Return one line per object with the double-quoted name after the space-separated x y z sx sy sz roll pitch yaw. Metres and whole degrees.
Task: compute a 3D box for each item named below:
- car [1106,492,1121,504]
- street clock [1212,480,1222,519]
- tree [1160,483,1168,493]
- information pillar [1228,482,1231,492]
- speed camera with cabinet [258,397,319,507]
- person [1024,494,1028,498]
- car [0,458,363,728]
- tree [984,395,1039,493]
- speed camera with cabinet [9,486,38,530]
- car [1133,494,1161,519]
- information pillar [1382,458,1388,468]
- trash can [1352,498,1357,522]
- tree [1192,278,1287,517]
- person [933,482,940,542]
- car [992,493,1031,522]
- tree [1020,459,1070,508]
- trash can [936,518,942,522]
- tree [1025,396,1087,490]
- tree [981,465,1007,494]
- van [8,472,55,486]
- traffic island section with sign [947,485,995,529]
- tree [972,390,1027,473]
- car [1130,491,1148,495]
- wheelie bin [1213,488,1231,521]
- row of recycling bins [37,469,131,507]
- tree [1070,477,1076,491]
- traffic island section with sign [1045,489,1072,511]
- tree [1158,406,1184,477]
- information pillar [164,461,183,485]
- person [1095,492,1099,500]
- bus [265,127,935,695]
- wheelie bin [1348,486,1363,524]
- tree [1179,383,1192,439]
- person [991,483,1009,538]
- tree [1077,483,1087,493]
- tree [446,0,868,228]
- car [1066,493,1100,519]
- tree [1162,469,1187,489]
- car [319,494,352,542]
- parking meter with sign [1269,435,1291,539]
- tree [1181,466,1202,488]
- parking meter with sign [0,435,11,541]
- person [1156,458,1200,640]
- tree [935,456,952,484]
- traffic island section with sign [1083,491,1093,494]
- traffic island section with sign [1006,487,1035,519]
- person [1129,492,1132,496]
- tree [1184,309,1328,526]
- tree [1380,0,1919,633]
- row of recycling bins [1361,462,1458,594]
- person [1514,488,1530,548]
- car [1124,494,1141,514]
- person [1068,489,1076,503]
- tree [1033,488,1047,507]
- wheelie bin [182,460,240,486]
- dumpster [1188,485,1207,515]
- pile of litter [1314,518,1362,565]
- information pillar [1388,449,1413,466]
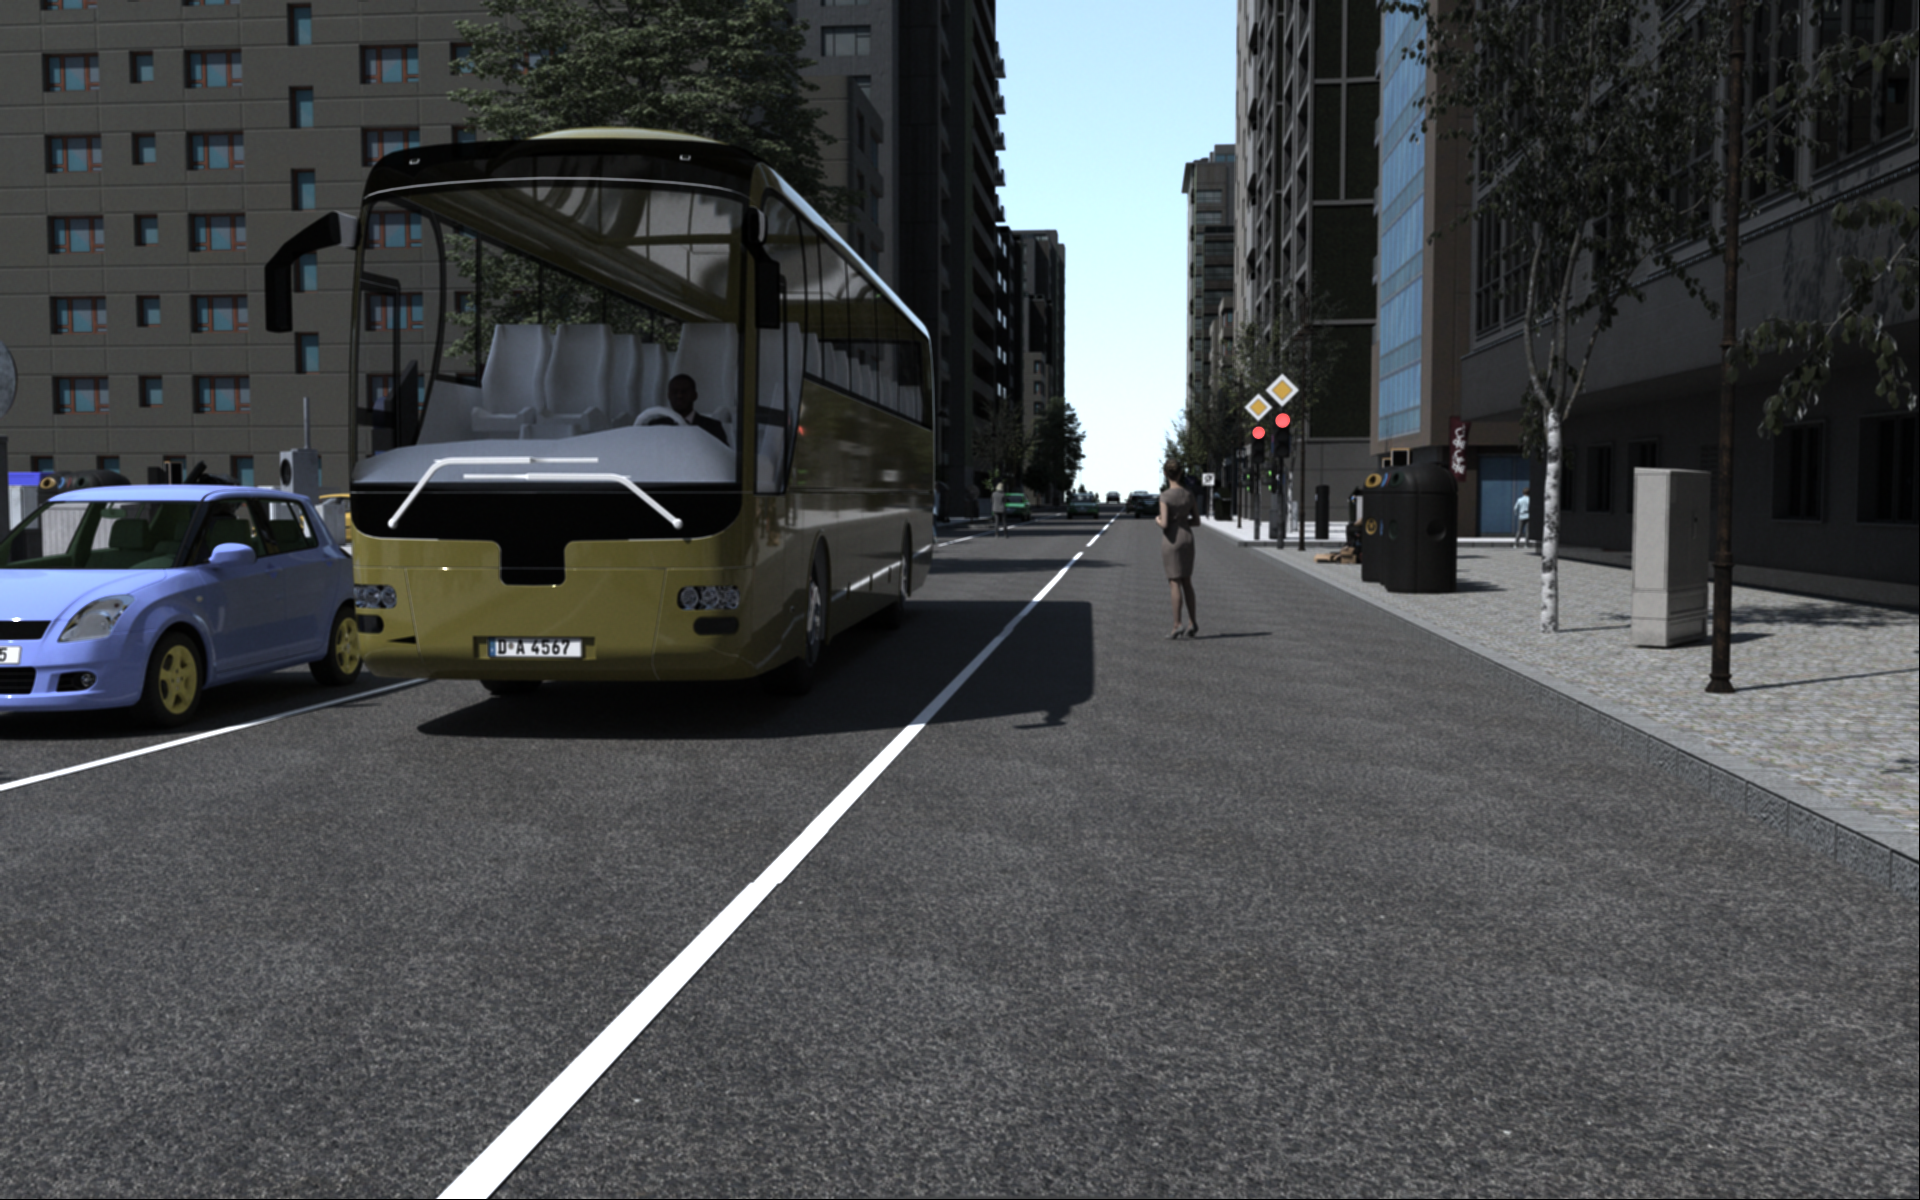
23.385 -15.649 264.528 2.281 1.827 5.304 0 4 5 "car"
12.950 -5.065 87.376 0.471 2.002 0.358 2 4 27 "street clock"
25.519 -13.145 209.516 1.663 3.219 1.824 0 3 0 "tree"
16.343 -6.135 104.799 0.304 2.012 0.304 0 4 8 "information pillar"
-13.975 -2.545 35.939 0.660 3.252 2.038 -3 5 -42 "speed camera with cabinet"
7.399 -11.991 204.186 1.348 1.869 0.705 -1 4 -19 "person"
-5.518 -0.134 11.775 1.945 1.707 3.694 0 4 5 "car"
3.785 -10.952 129.432 4.737 8.622 4.395 0 3 0 "tree"
-18.976 -2.402 33.601 2.038 3.252 0.660 0 4 5 "speed camera with cabinet"
11.323 -5.567 102.810 2.131 1.459 4.920 0 4 7 "car"
8.823 -1.895 35.480 0.304 2.012 0.304 2 4 26 "information pillar"
13.147 -2.737 56.406 0.748 1.137 0.748 0 3 0 "trash can"
10.715 -6.526 57.058 4.360 8.622 3.978 0 3 0 "tree"
-0.775 -2.606 51.369 0.793 1.790 0.793 -1 4 -12 "person"
2.734 -5.054 91.430 1.959 1.807 4.718 0 4 7 "car"
7.228 -10.887 161.709 4.285 4.588 4.351 0 3 0 "tree"
-0.986 -4.241 80.999 0.748 1.137 0.748 0 3 0 "trash can"
11.411 -17.269 200.477 7.486 12.596 7.792 0 3 0 "tree"
2.480 -7.389 115.416 1.663 3.219 1.824 0 3 0 "tree"
-27.549 -2.705 48.605 5.245 2.365 2.240 0 4 7 "van"
0.527 -3.890 72.227 1.989 1.847 2.006 0 4 6 "traffic island section with sign"
2.585 -10.468 121.514 4.360 8.622 3.978 0 3 0 "tree"
19.996 -11.198 191.752 2.281 1.827 5.304 0 4 5 "car"
12.615 -4.607 83.230 0.980 1.594 0.693 -1 4 -23 "wheelie bin"
-15.199 -1.409 30.152 1.069 1.692 3.534 -3 5 -39 "row of recycling bins"
13.162 -14.526 221.214 4.285 4.588 4.351 0 3 0 "tree"
8.334 -8.557 148.536 1.989 1.847 2.006 0 4 6 "traffic island section with sign"
17.783 -10.976 129.828 4.737 8.622 4.395 0 3 0 "tree"
-17.778 -2.124 39.215 0.304 2.012 0.304 -3 5 -45 "information pillar"
21.289 -15.888 268.794 0.617 1.759 0.750 -1 4 -12 "person"
-2.005 -1.473 15.627 2.896 3.916 12.252 0 4 4 "bus"
15.807 -3.737 69.007 0.693 1.594 0.980 1 4 9 "wheelie bin"
14.633 -9.082 98.845 4.360 8.622 3.978 0 3 0 "tree"
1.283 -2.904 56.162 0.537 1.800 0.526 2 4 26 "person"
19.891 -17.500 280.730 1.663 3.219 1.824 0 3 0 "tree"
-5.396 -6.916 31.198 7.486 12.596 7.792 0 3 0 "tree"
7.052 -5.534 99.275 1.959 1.807 4.718 0 4 5 "car"
23.679 -12.591 189.581 4.285 4.588 4.351 0 3 0 "tree"
-16.782 -2.199 46.184 3.980 1.641 2.015 0 4 4 "car"
9.200 -3.287 49.997 0.543 3.016 1.738 1 4 14 "parking meter with sign"
16.093 -7.680 120.168 1.663 3.219 1.824 0 3 0 "tree"
-11.637 -1.481 20.481 0.543 3.016 1.738 1 4 13 "parking meter with sign"
2.136 -0.505 17.090 0.599 1.781 0.374 -2 4 -35 "person"
-1.374 -5.653 87.023 1.663 3.219 1.824 0 3 0 "tree"
19.528 -15.230 257.642 1.989 1.847 2.006 0 4 6 "traffic island section with sign"
3.264 -5.530 99.043 1.989 1.847 2.006 0 4 6 "traffic island section with sign"
24.838 -14.818 251.438 0.551 1.740 0.621 -1 4 -22 "person"
12.279 -7.287 69.504 4.737 8.622 4.395 0 3 0 "tree"
5.712 -4.007 15.869 4.360 8.622 3.978 0 3 0 "tree"
6.219 -1.029 23.932 1.069 1.692 3.534 0 4 7 "row of recycling bins"
14.722 -2.127 45.084 0.589 1.601 0.330 3 4 38 "person"
13.137 -7.228 127.963 2.009 1.686 4.222 0 4 6 "car"
7.436 -6.387 113.276 0.623 1.781 0.721 -1 4 -23 "person"
8.439 -11.269 178.850 1.663 3.219 1.824 0 3 0 "tree"
-7.218 -0.528 16.540 0.693 1.594 0.980 -1 4 -21 "wheelie bin"
14.834 -6.292 108.627 1.264 1.857 1.865 0 4 6 "dumpster"
7.182 -1.117 32.233 1.176 0.858 1.719 0 4 4 "pile of litter"
7.156 -1.444 28.105 0.304 2.012 0.304 2 4 25 "information pillar"
